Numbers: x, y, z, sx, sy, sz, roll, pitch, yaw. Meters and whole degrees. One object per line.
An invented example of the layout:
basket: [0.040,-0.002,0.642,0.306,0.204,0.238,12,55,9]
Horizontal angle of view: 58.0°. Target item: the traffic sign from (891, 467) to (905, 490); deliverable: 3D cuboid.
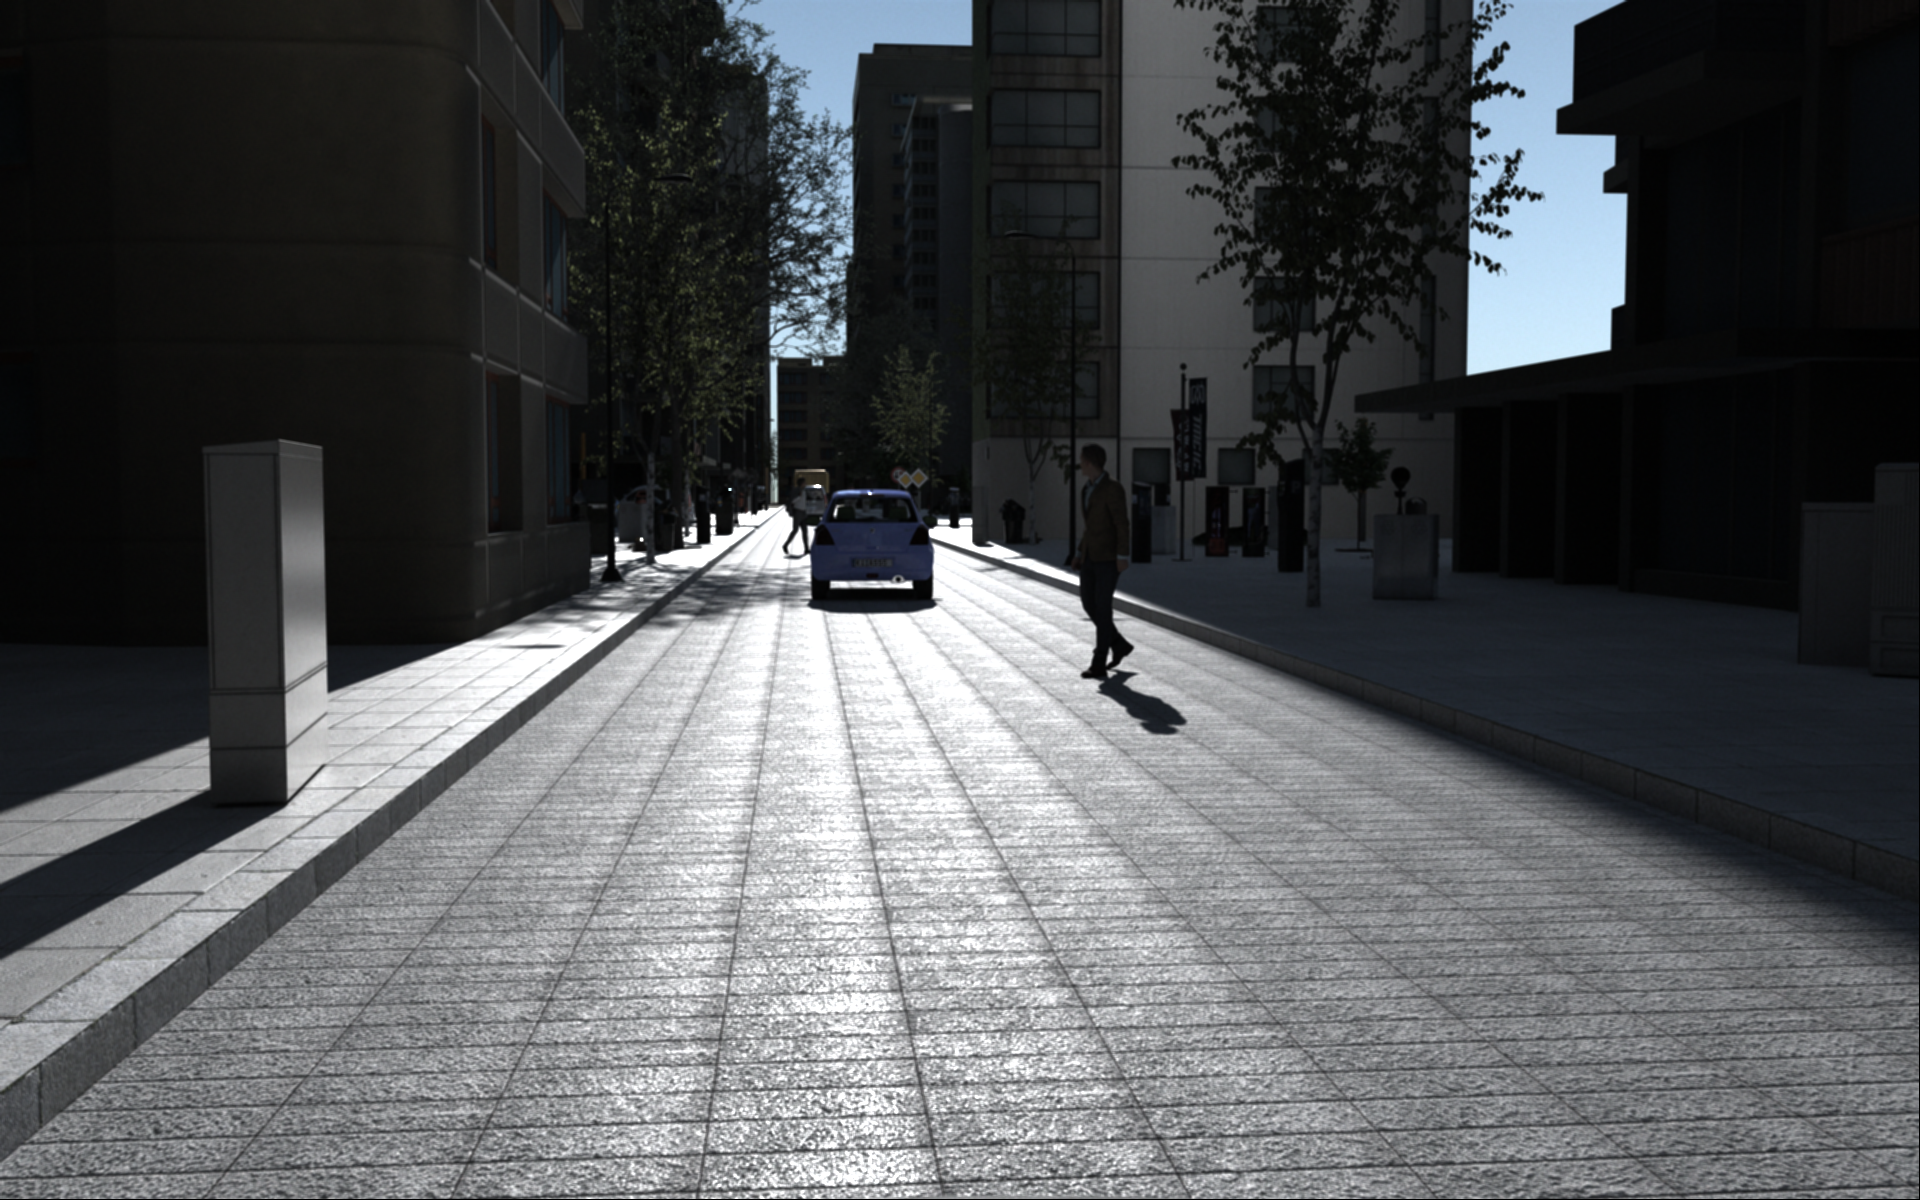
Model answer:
traffic sign: [-2.854,-4.937,80.818,0.768,2.556,0.104,0,4,0]

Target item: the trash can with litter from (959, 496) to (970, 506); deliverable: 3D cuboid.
trash can with litter: [0.192,-7.392,132.239,1.055,1.170,0.624,-1,4,-14]

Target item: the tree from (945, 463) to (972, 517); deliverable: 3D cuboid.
tree: [0.243,-6.339,98.242,1.663,3.219,1.824,0,3,0]

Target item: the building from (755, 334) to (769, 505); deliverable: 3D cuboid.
building: [-37.860,-22.221,208.348,28.899,21.520,27.650,0,4,-5]

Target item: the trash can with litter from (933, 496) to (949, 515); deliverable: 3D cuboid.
trash can with litter: [-1.103,-5.681,104.269,1.055,1.170,0.624,-1,4,-12]

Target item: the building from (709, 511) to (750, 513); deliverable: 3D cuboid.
building: [-31.479,-26.461,124.516,32.217,40.220,23.993,0,4,-5]

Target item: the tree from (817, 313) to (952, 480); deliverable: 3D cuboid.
tree: [-5.123,-13.037,119.811,9.857,13.997,8.962,0,3,0]

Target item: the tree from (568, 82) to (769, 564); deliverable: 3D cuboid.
tree: [-5.652,-4.986,31.883,4.360,8.622,3.978,0,3,0]

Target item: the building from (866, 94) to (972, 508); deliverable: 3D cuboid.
building: [7.457,-28.782,162.462,32.217,40.220,23.993,0,4,-5]

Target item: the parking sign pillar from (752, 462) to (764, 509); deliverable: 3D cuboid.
parking sign pillar: [-17.082,-9.552,144.648,1.447,3.967,1.447,0,4,4]

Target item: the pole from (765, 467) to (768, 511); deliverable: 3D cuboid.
pole: [-14.705,-8.432,131.703,0.158,3.312,0.155,0,3,0]

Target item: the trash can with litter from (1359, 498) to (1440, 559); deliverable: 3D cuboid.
trash can with litter: [8.868,-1.471,35.114,2.233,1.210,1.678,-2,4,-28]

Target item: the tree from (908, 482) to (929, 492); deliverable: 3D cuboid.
tree: [-3.680,-9.292,146.531,1.663,3.219,1.824,0,3,0]

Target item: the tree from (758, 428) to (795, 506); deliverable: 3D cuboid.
tree: [-20.667,-14.829,192.819,4.737,8.622,4.395,0,3,0]

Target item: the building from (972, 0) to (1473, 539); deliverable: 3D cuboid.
building: [7.208,-22.727,55.177,14.154,41.232,14.086,0,4,-5]

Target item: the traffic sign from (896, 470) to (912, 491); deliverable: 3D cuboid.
traffic sign: [-2.309,-4.283,73.674,0.795,2.450,0.064,0,4,-5]

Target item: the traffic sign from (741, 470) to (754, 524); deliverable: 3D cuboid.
traffic sign: [-9.076,-4.246,73.072,0.795,2.450,0.064,0,4,-5]

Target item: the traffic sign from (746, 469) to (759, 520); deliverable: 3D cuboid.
traffic sign: [-10.415,-5.274,86.333,0.768,2.556,0.104,0,4,2]

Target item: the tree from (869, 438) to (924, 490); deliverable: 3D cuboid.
tree: [-3.478,-6.885,96.278,4.285,4.588,4.351,0,3,0]

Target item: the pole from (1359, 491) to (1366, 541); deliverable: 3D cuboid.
pole: [10.893,-3.242,46.847,0.158,3.312,0.155,0,3,0]

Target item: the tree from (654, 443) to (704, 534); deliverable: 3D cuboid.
tree: [-9.200,-3.766,56.182,1.663,3.219,1.824,0,3,0]

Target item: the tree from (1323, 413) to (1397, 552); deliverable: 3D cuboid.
tree: [8.986,-2.693,38.632,1.663,3.219,1.824,0,3,0]

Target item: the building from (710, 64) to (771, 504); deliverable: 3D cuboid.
building: [-40.520,-42.698,240.118,28.212,58.520,21.231,0,4,-5]

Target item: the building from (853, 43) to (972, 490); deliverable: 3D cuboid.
building: [-0.394,-34.313,184.717,21.300,48.544,21.600,0,4,-5]

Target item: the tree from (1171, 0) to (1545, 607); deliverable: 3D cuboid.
tree: [4.223,-4.241,19.697,4.737,8.622,4.395,0,3,0]

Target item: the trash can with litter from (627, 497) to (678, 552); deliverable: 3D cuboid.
trash can with litter: [-6.861,-1.669,38.679,1.055,1.170,0.624,-2,4,-25]

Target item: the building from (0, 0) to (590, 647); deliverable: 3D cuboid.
building: [-17.493,-9.930,7.397,27.650,21.520,28.899,0,4,-5]

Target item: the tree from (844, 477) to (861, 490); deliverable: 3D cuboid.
tree: [-10.625,-10.734,170.094,1.663,3.219,1.824,0,3,0]

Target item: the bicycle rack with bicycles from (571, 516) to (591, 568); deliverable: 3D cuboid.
bicycle rack with bicycles: [-7.319,-0.940,28.759,2.852,0.926,2.925,0,4,-3]

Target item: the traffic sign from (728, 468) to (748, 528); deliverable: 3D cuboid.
traffic sign: [-8.341,-3.760,65.120,0.795,2.450,0.064,0,4,-5]

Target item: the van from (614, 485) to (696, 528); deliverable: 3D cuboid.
van: [-12.753,-3.841,69.809,4.112,2.044,2.013,0,4,-4]

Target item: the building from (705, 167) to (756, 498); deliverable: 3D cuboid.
building: [-25.601,-23.455,155.198,14.160,30.474,14.107,0,4,-5]

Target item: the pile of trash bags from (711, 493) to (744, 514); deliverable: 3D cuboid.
pile of trash bags: [-15.408,-6.179,110.786,3.447,1.369,1.912,1,4,16]

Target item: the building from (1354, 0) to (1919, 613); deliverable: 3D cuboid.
building: [18.880,-22.086,15.731,22.147,44.769,28.867,0,4,-5]

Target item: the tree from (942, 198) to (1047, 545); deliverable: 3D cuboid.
tree: [1.728,-5.662,42.944,4.737,8.622,4.395,0,3,0]

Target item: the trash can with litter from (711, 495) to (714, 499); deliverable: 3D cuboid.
trash can with litter: [-20.701,-8.027,142.633,1.055,1.170,0.624,1,4,19]

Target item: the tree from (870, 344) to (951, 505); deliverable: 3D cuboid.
tree: [-2.246,-8.183,84.147,4.360,8.622,3.978,0,3,0]

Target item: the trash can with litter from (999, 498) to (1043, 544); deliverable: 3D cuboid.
trash can with litter: [1.576,-2.042,44.766,1.055,1.170,0.624,-2,4,-27]

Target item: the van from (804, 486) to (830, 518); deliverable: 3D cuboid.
van: [-7.670,-5.072,89.935,2.013,2.044,4.112,0,4,-4]

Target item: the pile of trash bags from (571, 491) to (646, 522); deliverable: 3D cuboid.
pile of trash bags: [-11.305,-2.715,54.136,3.447,1.369,1.912,-1,4,-11]

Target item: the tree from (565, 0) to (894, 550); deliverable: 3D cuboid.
tree: [-6.579,-7.934,40.091,12.009,13.543,11.850,0,3,0]

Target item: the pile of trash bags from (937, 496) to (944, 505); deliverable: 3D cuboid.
pile of trash bags: [-0.853,-8.446,147.846,1.912,1.369,3.447,1,4,16]

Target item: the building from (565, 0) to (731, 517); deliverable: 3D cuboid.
building: [-23.368,-26.559,88.860,22.147,44.769,28.867,0,4,-5]

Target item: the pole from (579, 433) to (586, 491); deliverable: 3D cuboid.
pole: [-12.551,-3.901,57.626,0.158,3.312,0.155,0,3,0]

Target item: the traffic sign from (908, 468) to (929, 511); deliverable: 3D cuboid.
traffic sign: [-1.574,-3.797,65.723,0.795,2.450,0.064,0,4,-5]

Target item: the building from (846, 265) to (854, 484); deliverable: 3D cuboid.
building: [-7.238,-27.233,216.955,14.160,30.474,14.107,0,4,-5]
